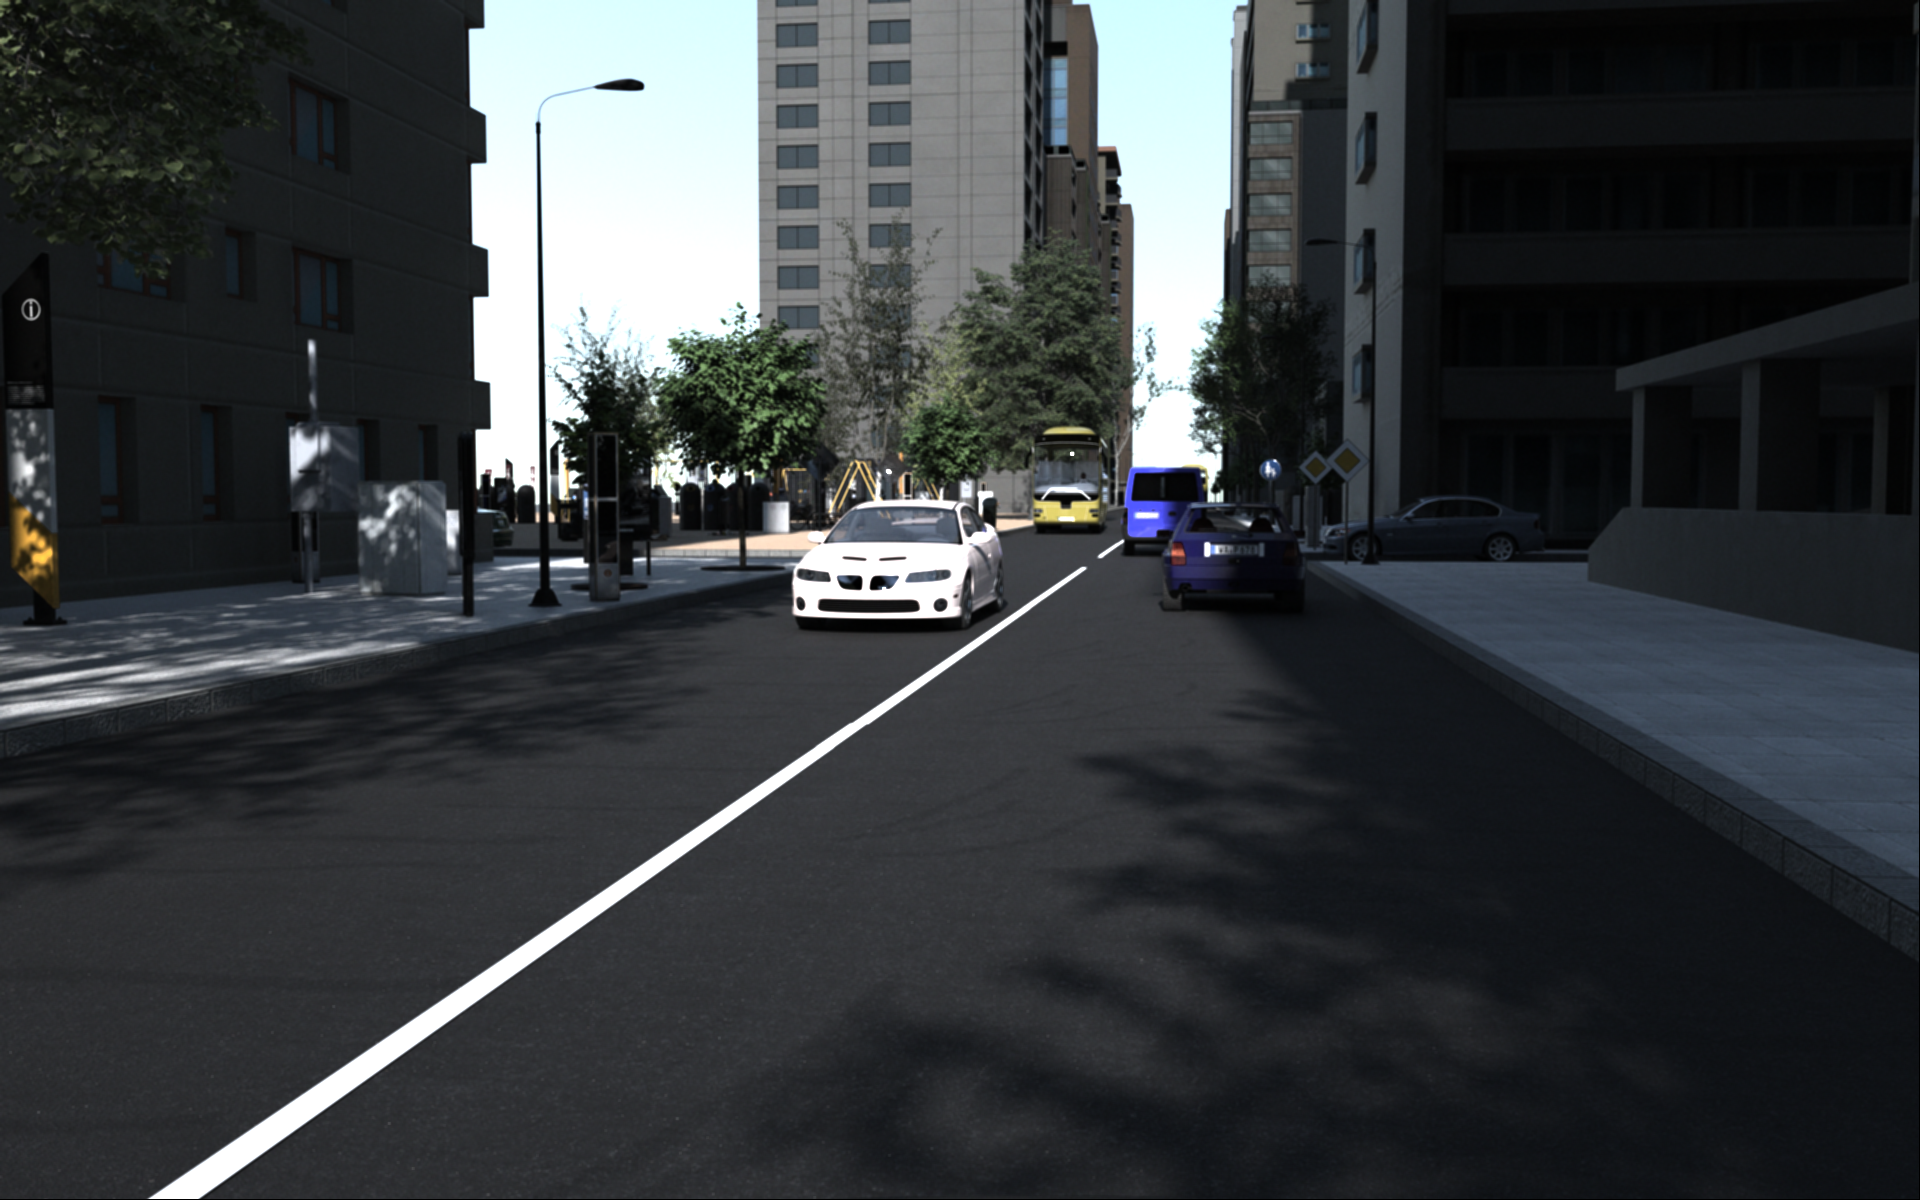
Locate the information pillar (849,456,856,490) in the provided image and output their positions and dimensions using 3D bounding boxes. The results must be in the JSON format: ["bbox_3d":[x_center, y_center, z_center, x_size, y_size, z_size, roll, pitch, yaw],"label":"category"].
[{"bbox_3d":[-5.945,-6.400,95.991,0.183,3.616,0.504,-3,4,-38],"label":"information pillar"}]

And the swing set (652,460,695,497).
[{"bbox_3d":[-12.611,-5.091,80.863,3.119,2.851,2.862,-1,4,-12],"label":"swing set"}]

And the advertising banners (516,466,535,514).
[{"bbox_3d":[-27.093,-6.835,107.937,2.074,3.025,0.090,3,5,39],"label":"advertising banners"}]

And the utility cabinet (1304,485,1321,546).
[{"bbox_3d":[8.629,-2.066,42.465,0.318,1.500,1.173,0,4,8],"label":"utility cabinet"}]

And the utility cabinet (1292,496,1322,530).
[{"bbox_3d":[12.575,-3.154,62.734,1.020,1.237,0.306,2,4,27],"label":"utility cabinet"}]

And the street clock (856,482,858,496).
[{"bbox_3d":[-6.270,-6.087,104.095,0.358,2.002,0.471,-1,4,-9],"label":"street clock"}]

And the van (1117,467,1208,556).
[{"bbox_3d":[4.889,-2.280,41.664,2.240,2.365,5.245,0,4,6],"label":"van"}]

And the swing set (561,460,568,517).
[{"bbox_3d":[-16.692,-5.041,80.042,3.119,2.851,2.862,0,4,-6],"label":"swing set"}]

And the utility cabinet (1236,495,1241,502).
[{"bbox_3d":[16.370,-5.547,101.855,0.306,1.237,1.020,1,4,12],"label":"utility cabinet"}]

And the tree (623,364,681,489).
[{"bbox_3d":[-16.920,-8.977,97.136,4.737,8.622,4.395,0,3,0],"label":"tree"}]

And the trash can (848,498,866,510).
[{"bbox_3d":[-4.004,-3.416,67.497,0.748,1.137,0.748,0,3,0],"label":"trash can"}]

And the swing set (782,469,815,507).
[{"bbox_3d":[-9.576,-6.793,108.681,3.119,2.851,2.862,1,4,12],"label":"swing set"}]

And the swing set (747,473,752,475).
[{"bbox_3d":[-12.344,-6.364,101.677,2.862,2.851,3.119,0,4,-2],"label":"swing set"}]

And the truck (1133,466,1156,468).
[{"bbox_3d":[18.502,-11.229,173.357,2.967,4.110,18.799,0,4,6],"label":"truck"}]

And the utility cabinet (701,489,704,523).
[{"bbox_3d":[-11.170,-4.129,76.193,1.173,1.500,0.318,-3,4,-39],"label":"utility cabinet"}]

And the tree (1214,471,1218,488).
[{"bbox_3d":[30.575,-13.076,197.499,4.285,4.588,4.351,0,3,0],"label":"tree"}]

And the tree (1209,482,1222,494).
[{"bbox_3d":[35.662,-15.182,242.828,1.663,3.219,1.824,0,3,0],"label":"tree"}]

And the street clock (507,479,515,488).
[{"bbox_3d":[-21.401,-4.766,82.498,0.358,2.002,0.471,0,4,-2],"label":"street clock"}]

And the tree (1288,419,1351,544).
[{"bbox_3d":[9.283,-3.070,44.795,1.663,3.219,1.824,0,3,0],"label":"tree"}]

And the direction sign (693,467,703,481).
[{"bbox_3d":[-16.154,-7.028,106.907,0.876,3.537,0.379,3,4,36],"label":"direction sign"}]

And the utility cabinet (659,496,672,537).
[{"bbox_3d":[-8.728,-2.461,51.397,0.306,1.237,1.020,0,4,-4],"label":"utility cabinet"}]

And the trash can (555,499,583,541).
[{"bbox_3d":[-10.679,-2.181,47.309,0.748,1.137,0.748,0,3,0],"label":"trash can"}]

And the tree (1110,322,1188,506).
[{"bbox_3d":[18.485,-20.413,189.649,12.611,20.169,13.585,0,3,0],"label":"tree"}]

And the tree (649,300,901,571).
[{"bbox_3d":[-3.703,-2.804,29.557,4.285,4.588,4.351,0,3,0],"label":"tree"}]

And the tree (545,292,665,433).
[{"bbox_3d":[-13.292,-6.967,64.267,4.360,8.622,3.978,0,3,0],"label":"tree"}]

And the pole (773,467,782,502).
[{"bbox_3d":[-6.131,-3.902,57.634,0.158,3.312,0.155,0,3,0],"label":"pole"}]

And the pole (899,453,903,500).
[{"bbox_3d":[-2.864,-5.511,83.954,0.158,3.312,0.155,0,3,0],"label":"pole"}]

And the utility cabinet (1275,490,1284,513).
[{"bbox_3d":[19.405,-5.815,103.759,1.173,1.500,0.318,2,4,28],"label":"utility cabinet"}]

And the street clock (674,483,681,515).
[{"bbox_3d":[-17.374,-6.227,106.381,0.471,2.002,0.358,-3,5,-42],"label":"street clock"}]

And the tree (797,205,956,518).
[{"bbox_3d":[-2.126,-5.780,44.857,4.360,8.622,3.978,0,3,0],"label":"tree"}]

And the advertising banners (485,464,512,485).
[{"bbox_3d":[-26.880,-6.425,101.236,0.090,3.025,2.074,2,4,27],"label":"advertising banners"}]

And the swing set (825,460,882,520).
[{"bbox_3d":[-4.777,-5.151,81.846,2.862,2.851,3.119,0,4,4],"label":"swing set"}]

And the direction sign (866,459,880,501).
[{"bbox_3d":[-5.641,-7.362,112.363,0.876,3.537,0.379,0,4,8],"label":"direction sign"}]

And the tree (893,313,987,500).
[{"bbox_3d":[-0.809,-7.373,70.909,4.737,8.622,4.395,0,3,0],"label":"tree"}]

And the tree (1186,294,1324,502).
[{"bbox_3d":[15.404,-10.087,90.672,9.928,11.665,9.643,0,3,0],"label":"tree"}]

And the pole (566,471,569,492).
[{"bbox_3d":[-22.570,-6.469,99.604,0.158,3.312,0.155,0,3,0],"label":"pole"}]

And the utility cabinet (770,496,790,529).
[{"bbox_3d":[-6.847,-3.252,64.327,1.020,1.237,0.306,0,4,5],"label":"utility cabinet"}]

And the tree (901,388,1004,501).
[{"bbox_3d":[-0.455,-4.275,53.609,4.285,4.588,4.351,0,3,0],"label":"tree"}]

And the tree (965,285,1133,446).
[{"bbox_3d":[4.844,-11.448,97.545,12.009,13.543,11.850,0,3,0],"label":"tree"}]

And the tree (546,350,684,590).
[{"bbox_3d":[-4.878,-1.768,23.501,1.663,3.219,1.824,0,3,0],"label":"tree"}]

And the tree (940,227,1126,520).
[{"bbox_3d":[3.684,-10.891,84.720,9.857,13.997,8.962,0,3,0],"label":"tree"}]

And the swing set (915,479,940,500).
[{"bbox_3d":[-2.477,-7.036,112.663,2.862,2.851,3.119,-1,4,-9],"label":"swing set"}]

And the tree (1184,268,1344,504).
[{"bbox_3d":[12.882,-8.438,72.374,8.767,10.594,7.601,3,5,45],"label":"tree"}]

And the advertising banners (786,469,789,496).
[{"bbox_3d":[-7.577,-4.893,76.195,0.090,3.025,2.074,0,4,-4],"label":"advertising banners"}]

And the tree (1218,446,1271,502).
[{"bbox_3d":[20.001,-8.252,118.639,4.285,4.588,4.351,0,3,0],"label":"tree"}]

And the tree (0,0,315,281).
[{"bbox_3d":[-6.381,-5.654,10.567,7.486,12.596,7.792,0,3,0],"label":"tree"}]
